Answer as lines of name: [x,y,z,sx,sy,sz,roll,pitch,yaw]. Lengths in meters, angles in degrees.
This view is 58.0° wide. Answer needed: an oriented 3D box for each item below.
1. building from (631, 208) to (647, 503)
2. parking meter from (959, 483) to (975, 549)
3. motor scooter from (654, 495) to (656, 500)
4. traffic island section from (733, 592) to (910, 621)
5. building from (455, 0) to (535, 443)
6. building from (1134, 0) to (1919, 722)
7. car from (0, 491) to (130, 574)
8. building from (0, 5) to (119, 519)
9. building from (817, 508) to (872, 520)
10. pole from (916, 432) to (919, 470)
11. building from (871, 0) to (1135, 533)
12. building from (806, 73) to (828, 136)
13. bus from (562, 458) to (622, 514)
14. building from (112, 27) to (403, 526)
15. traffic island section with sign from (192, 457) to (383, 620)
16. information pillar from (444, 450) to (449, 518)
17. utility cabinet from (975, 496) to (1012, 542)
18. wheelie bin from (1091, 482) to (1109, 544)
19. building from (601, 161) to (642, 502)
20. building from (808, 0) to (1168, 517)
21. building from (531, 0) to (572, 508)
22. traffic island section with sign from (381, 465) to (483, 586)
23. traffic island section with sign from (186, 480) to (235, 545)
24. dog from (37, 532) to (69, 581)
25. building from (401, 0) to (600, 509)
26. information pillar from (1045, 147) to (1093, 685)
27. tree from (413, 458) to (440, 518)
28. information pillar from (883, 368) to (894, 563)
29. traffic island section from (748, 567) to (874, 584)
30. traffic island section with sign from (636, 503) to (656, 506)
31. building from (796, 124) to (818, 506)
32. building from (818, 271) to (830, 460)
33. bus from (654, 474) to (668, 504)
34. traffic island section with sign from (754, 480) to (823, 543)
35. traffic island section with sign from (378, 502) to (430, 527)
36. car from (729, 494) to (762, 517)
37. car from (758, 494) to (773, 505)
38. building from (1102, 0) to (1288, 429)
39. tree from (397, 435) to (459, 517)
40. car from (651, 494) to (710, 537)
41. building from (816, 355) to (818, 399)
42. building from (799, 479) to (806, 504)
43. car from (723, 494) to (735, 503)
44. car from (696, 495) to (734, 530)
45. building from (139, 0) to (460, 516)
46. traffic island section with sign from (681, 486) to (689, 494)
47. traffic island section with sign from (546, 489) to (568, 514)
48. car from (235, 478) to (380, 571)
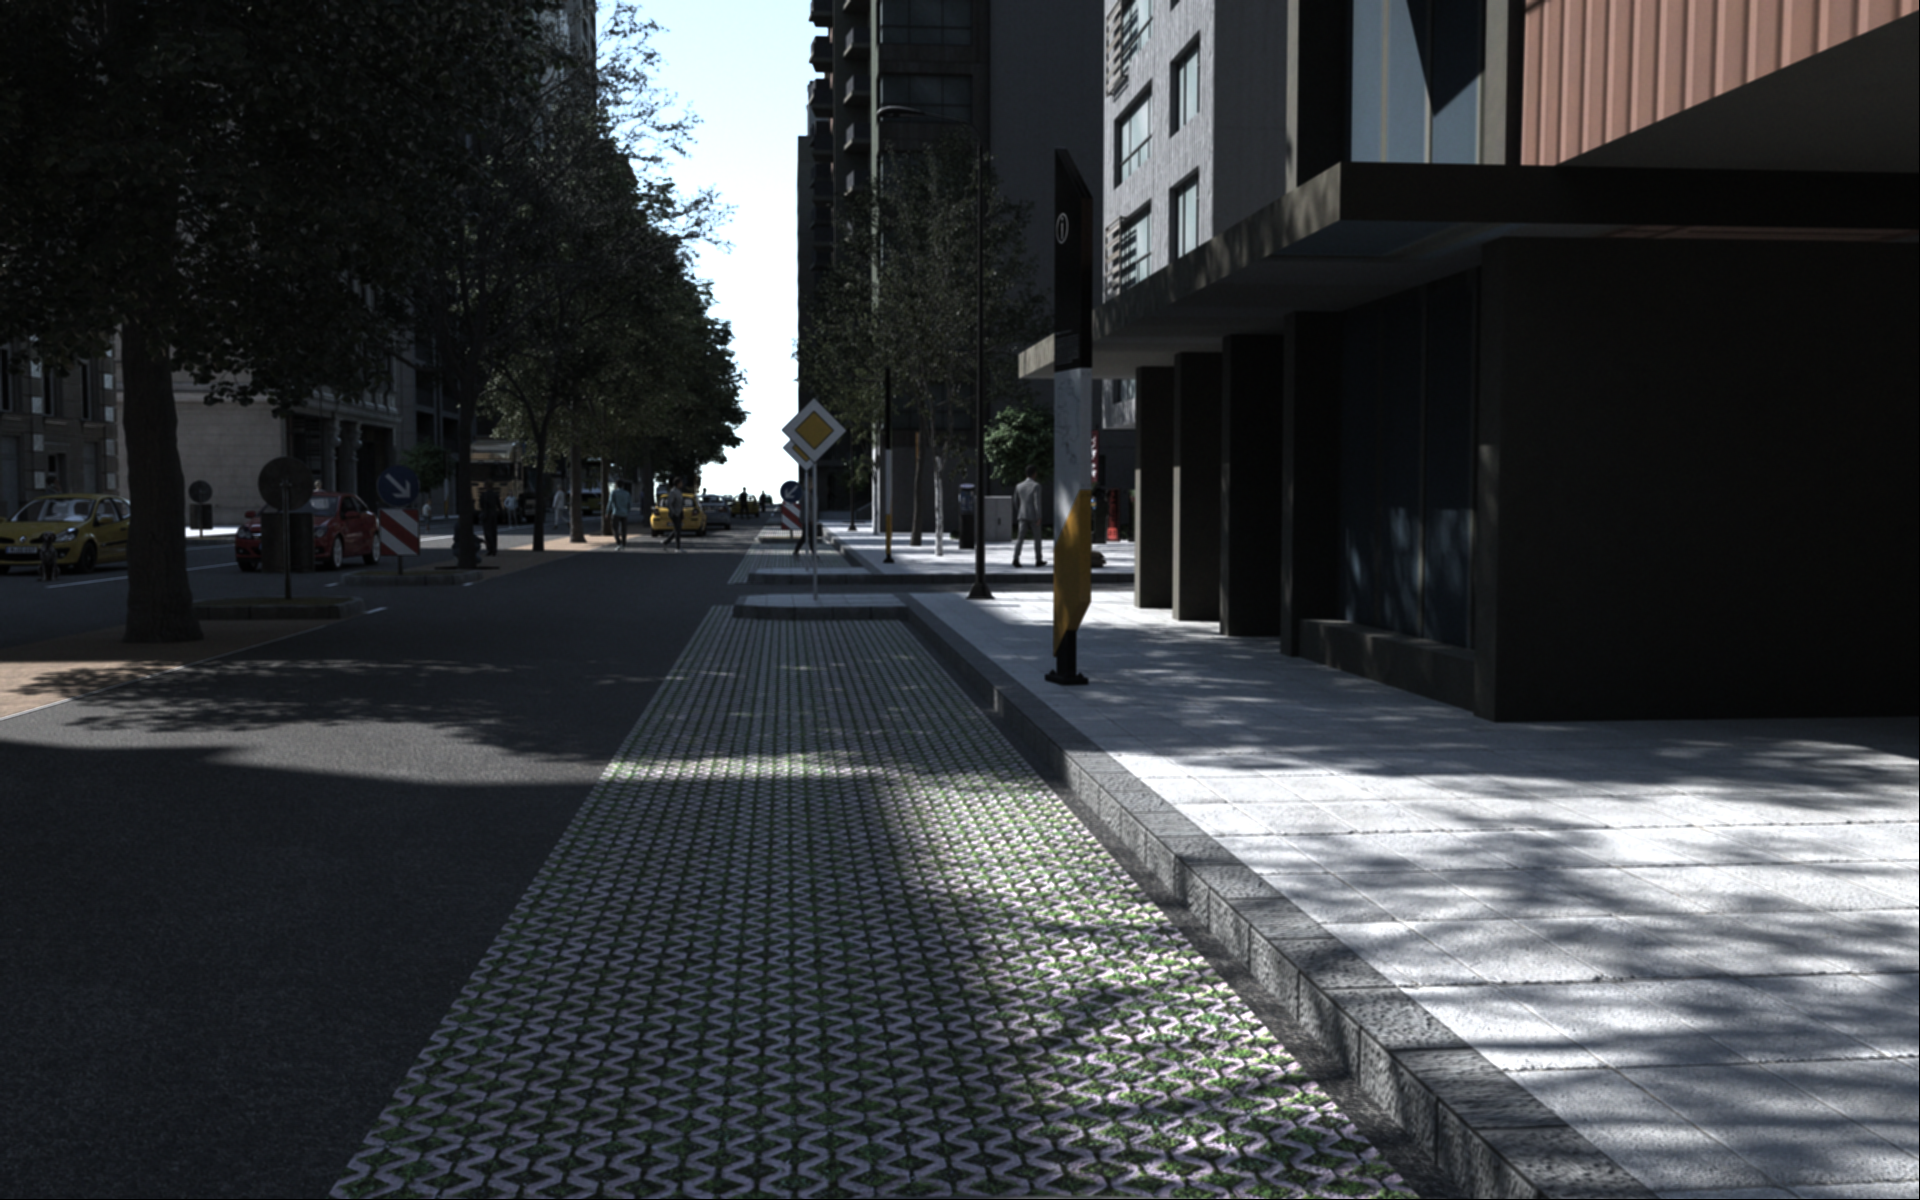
building: [-50.828,-34.063,240.527,14.154,41.232,14.086,0,4,-6]
parking meter: [0.165,-1.964,40.518,0.372,1.533,0.369,0,3,0]
motor scooter: [-39.690,-12.911,223.868,0.815,1.314,1.986,0,4,-7]
traffic island section: [-1.710,0.080,20.969,2.009,0.180,2.903,0,4,-6]
building: [-39.467,-27.193,128.195,14.154,41.232,14.086,0,4,-6]
building: [12.817,-21.545,6.885,22.147,44.769,28.867,0,4,-6]
car: [-16.541,-1.341,32.151,2.015,1.641,3.980,0,4,-5]
building: [-29.091,-14.705,37.694,12.463,27.353,25.104,0,4,-6]
building: [8.139,-24.531,92.966,32.217,40.220,23.993,0,4,-6]
pole: [-1.372,-3.879,57.258,0.158,3.312,0.155,0,3,0]
building: [3.614,-17.896,64.306,14.160,30.474,14.107,0,4,-6]
building: [-11.370,-43.232,248.838,21.231,58.520,28.212,0,4,-6]
bus: [-25.156,-7.815,119.325,2.896,3.916,12.252,0,4,-5]
building: [-31.976,-13.438,70.623,10.553,20.767,40.483,0,4,-6]
traffic island section with sign: [-8.165,-0.760,20.560,2.006,1.907,1.989,0,4,-6]
information pillar: [-27.634,-6.225,93.139,0.183,3.616,0.504,0,4,-3]
utility cabinet: [0.875,-2.154,46.373,1.020,1.237,0.306,0,4,6]
wheelie bin: [3.502,-2.259,44.844,0.693,1.594,0.980,-1,4,-8]
building: [-52.184,-34.495,218.619,22.147,44.769,28.867,0,4,-6]
building: [0.492,-28.636,122.825,22.147,44.769,28.867,0,4,-6]
building: [-48.090,-34.166,147.858,28.713,52.752,27.495,0,4,-6]
traffic island section with sign: [-8.900,-1.211,27.930,2.006,1.907,1.989,0,4,-6]
traffic island section with sign: [-21.832,-2.499,49.487,1.989,1.847,2.006,0,4,-6]
dog: [-15.002,-0.726,28.704,0.513,0.831,0.800,1,4,12]
building: [-48.855,-46.147,192.761,20.563,71.187,20.611,0,4,-6]
information pillar: [0.749,-1.238,11.601,0.183,3.616,0.504,-1,4,-18]
tree: [-29.054,-6.054,93.581,1.663,3.219,1.824,0,3,0]
information pillar: [-1.329,-2.508,32.353,0.183,3.616,0.504,0,4,1]
traffic island section: [-2.512,-0.406,28.914,2.009,0.180,2.903,0,4,-6]
traffic island section with sign: [-37.797,-12.167,207.559,1.989,1.847,2.006,0,4,-6]
building: [-10.289,-36.732,224.266,21.300,48.544,21.600,0,4,-6]
building: [-4.802,-22.788,144.284,14.160,30.474,14.107,0,4,-6]
bus: [-34.229,-13.053,204.957,2.896,3.916,12.252,0,4,-4]
traffic island section with sign: [-5.055,-2.582,50.848,1.989,1.847,2.006,0,4,-6]
traffic island section with sign: [-24.568,-4.154,76.549,1.989,1.847,2.006,0,4,-6]
car: [-13.357,-5.961,107.691,2.015,1.641,3.980,0,4,-6]
car: [-25.002,-13.089,222.804,1.959,1.807,4.718,0,4,-5]
building: [11.038,-21.526,35.540,14.086,41.232,14.154,0,4,-6]
tree: [-29.747,-6.913,96.742,4.285,4.588,4.351,0,3,0]
car: [-9.582,-2.993,59.165,2.015,1.641,3.980,0,4,-5]
building: [0.194,-19.681,166.820,27.650,21.520,28.899,0,4,-6]
building: [-2.671,-31.207,202.114,32.217,40.220,23.993,0,4,-6]
car: [-33.729,-14.793,251.644,2.009,1.686,4.222,0,4,-7]
car: [-10.140,-3.542,69.921,2.014,1.417,4.499,0,4,-7]
building: [-41.122,-41.052,109.455,20.563,71.187,20.611,0,4,-6]
traffic island section with sign: [-16.463,-5.783,102.689,2.006,1.907,1.989,0,4,-6]
traffic island section with sign: [-29.504,-7.148,125.498,1.989,1.847,2.006,0,4,-6]
car: [-12.630,-1.507,33.672,2.155,1.783,4.494,0,4,-4]
